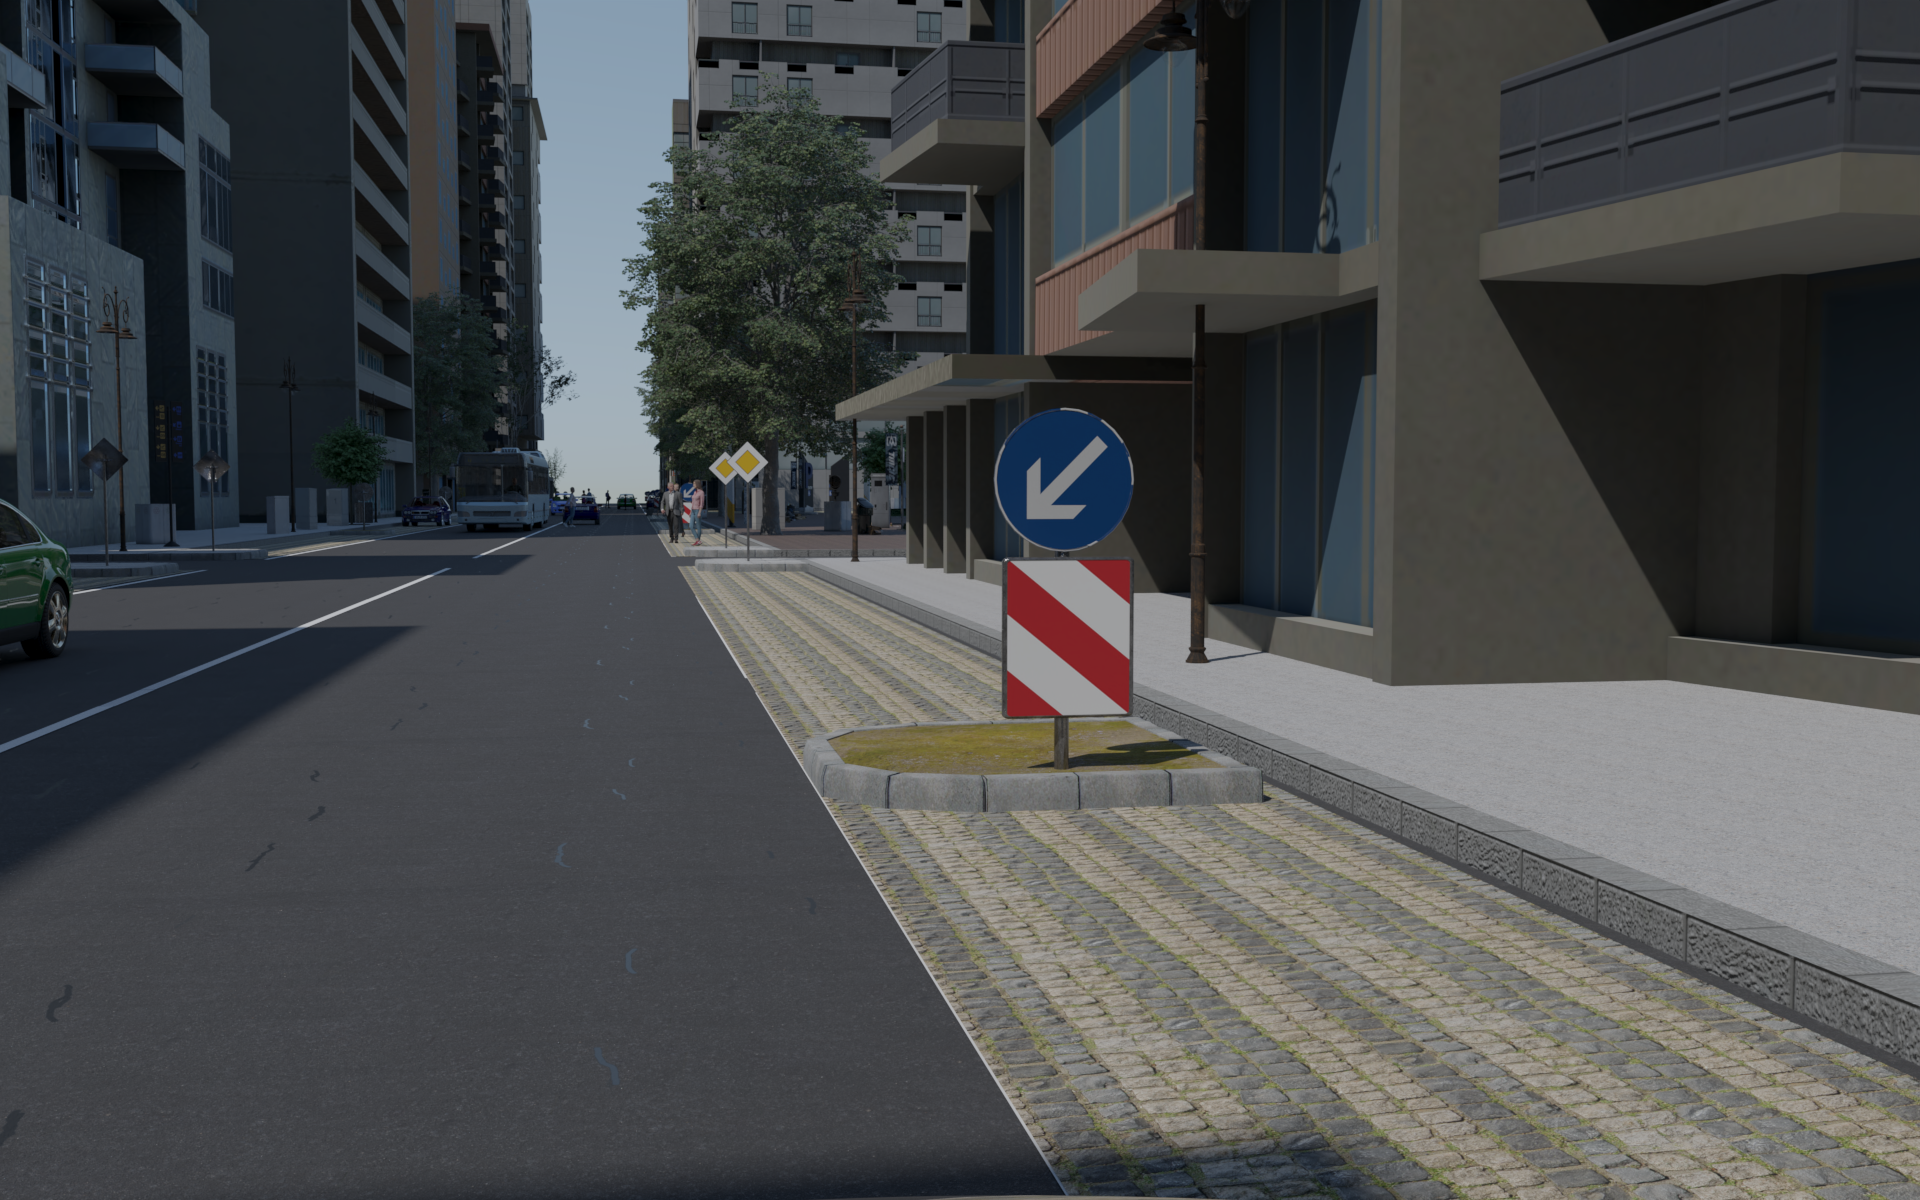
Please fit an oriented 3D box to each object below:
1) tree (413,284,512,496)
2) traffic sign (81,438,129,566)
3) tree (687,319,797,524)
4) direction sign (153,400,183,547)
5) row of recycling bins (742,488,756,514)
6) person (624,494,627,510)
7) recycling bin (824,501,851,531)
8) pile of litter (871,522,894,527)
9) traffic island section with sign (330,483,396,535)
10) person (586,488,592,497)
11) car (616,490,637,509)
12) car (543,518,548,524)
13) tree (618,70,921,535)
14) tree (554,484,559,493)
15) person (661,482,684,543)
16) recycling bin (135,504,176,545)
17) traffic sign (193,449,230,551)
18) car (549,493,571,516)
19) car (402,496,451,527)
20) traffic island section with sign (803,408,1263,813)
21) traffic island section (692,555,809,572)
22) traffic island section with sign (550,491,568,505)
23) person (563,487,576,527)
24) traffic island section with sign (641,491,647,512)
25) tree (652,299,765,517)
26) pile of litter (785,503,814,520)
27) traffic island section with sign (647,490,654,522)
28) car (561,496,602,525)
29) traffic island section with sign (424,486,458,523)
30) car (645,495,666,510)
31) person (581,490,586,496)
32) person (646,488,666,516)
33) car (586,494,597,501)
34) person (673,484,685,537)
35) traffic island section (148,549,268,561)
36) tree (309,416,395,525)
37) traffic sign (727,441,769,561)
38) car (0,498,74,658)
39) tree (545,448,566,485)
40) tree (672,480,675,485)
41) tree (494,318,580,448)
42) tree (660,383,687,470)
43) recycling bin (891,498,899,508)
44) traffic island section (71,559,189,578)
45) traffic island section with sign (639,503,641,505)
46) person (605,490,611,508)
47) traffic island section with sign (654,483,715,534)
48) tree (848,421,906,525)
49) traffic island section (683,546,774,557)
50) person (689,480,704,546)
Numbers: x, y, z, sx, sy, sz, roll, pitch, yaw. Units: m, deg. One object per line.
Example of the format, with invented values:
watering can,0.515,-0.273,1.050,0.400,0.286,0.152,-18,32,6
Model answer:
tree,-32.462,-12.204,106.184,9.857,13.997,8.962,0,3,0
traffic sign,-15.241,-1.667,30.895,0.795,2.450,0.064,-1,4,-11
tree,-8.959,-7.564,74.037,4.360,8.622,3.978,0,3,0
direction sign,-19.218,-3.066,42.119,0.379,3.537,0.876,1,4,19
row of recycling bins,-12.592,-6.291,109.978,3.534,1.692,1.069,3,5,45
person,-29.865,-8.725,154.419,0.557,1.426,1.065,-1,4,-16
recycling bin,-4.242,-2.903,60.020,0.722,1.027,0.722,2,4,27
pile of litter,-3.223,-3.354,68.795,1.719,0.858,1.176,3,4,38
traffic island section with sign,-20.879,-3.182,60.646,1.989,1.847,2.006,-1,4,-11
person,-24.312,-6.432,113.694,0.654,1.822,0.581,3,4,37
car,-31.530,-9.486,163.887,1.959,1.807,4.718,-1,4,-10
car,-21.161,-4.424,84.699,2.083,1.381,4.827,-1,4,-12
tree,-5.930,-9.025,54.206,9.857,13.997,8.962,0,3,0
tree,-62.460,-16.567,265.467,1.663,3.219,1.824,0,3,0
person,-8.336,-2.525,50.183,0.661,1.777,0.834,-1,4,-9
recycling bin,-20.647,-1.951,44.456,0.722,1.027,0.722,2,4,34
traffic sign,-16.723,-2.147,38.742,0.795,2.450,0.064,-1,4,-11
car,-26.754,-6.568,116.984,1.945,1.707,3.694,-1,4,-12
car,-23.755,-3.949,77.148,1.945,1.354,3.894,-1,4,-9
traffic island section with sign,0.240,-0.006,8.726,1.989,1.847,2.006,-1,4,-11
traffic island section,-4.019,-0.660,33.064,2.009,0.180,2.903,-1,4,-11
traffic island section with sign,-50.641,-12.811,218.091,1.989,1.847,2.006,-1,4,-11
person,-16.782,-3.995,74.482,0.598,1.740,0.731,-2,4,-27
traffic island section with sign,-24.401,-7.984,139.174,1.989,1.847,2.006,-1,4,-11
tree,-13.497,-11.006,98.070,7.486,12.596,7.792,0,3,0
pile of litter,-8.335,-4.520,87.867,1.176,0.858,1.719,1,4,13
traffic island section with sign,-15.043,-4.952,89.599,1.989,1.847,2.006,-1,4,-11
car,-17.923,-4.246,82.003,1.945,1.354,3.894,-1,4,-12
traffic island section with sign,-25.977,-4.827,87.547,1.989,1.847,2.006,-1,4,-11
car,-26.926,-8.614,153.413,1.945,1.354,3.894,-1,4,-10
person,-28.216,-7.364,129.582,0.721,1.739,1.217,2,4,31
person,-19.366,-6.249,110.885,1.509,1.804,0.699,3,5,39
car,-52.911,-14.505,247.381,2.015,1.641,3.980,-1,4,-12
person,-9.375,-2.961,57.330,0.576,1.772,0.534,1,4,10
traffic island section,-16.745,-1.010,38.799,2.009,0.180,2.903,-1,4,-11
tree,-25.259,-5.403,72.054,4.285,4.588,4.351,0,3,0
traffic sign,-4.040,-1.794,32.982,0.795,2.450,0.064,-1,4,-11
car,-8.537,-0.300,13.698,1.959,1.807,4.718,-1,4,-11
tree,-63.332,-19.531,269.699,4.360,8.622,3.978,0,3,0
tree,-32.494,-12.503,199.031,1.663,3.219,1.824,0,3,0
tree,-46.644,-20.067,183.979,12.611,20.169,13.585,0,3,0
tree,-16.730,-9.731,109.467,4.360,8.622,3.978,0,3,0
recycling bin,-4.352,-6.024,111.048,0.722,1.027,0.722,2,4,24
traffic island section,-15.263,-0.530,30.952,2.009,0.180,2.903,-1,4,-11
traffic island section with sign,-29.413,-9.604,165.661,1.989,1.847,2.006,-1,4,-11
person,-35.381,-10.149,174.306,0.599,1.838,0.709,2,4,34
traffic island section with sign,-9.831,-3.267,62.038,1.989,1.847,2.006,-1,4,-11
tree,-3.037,-5.496,73.575,4.285,4.588,4.351,0,3,0
traffic island section,-5.501,-1.139,40.911,2.009,0.180,2.903,-1,4,-11
person,-7.267,-2.397,47.696,0.555,1.821,0.388,3,5,39
